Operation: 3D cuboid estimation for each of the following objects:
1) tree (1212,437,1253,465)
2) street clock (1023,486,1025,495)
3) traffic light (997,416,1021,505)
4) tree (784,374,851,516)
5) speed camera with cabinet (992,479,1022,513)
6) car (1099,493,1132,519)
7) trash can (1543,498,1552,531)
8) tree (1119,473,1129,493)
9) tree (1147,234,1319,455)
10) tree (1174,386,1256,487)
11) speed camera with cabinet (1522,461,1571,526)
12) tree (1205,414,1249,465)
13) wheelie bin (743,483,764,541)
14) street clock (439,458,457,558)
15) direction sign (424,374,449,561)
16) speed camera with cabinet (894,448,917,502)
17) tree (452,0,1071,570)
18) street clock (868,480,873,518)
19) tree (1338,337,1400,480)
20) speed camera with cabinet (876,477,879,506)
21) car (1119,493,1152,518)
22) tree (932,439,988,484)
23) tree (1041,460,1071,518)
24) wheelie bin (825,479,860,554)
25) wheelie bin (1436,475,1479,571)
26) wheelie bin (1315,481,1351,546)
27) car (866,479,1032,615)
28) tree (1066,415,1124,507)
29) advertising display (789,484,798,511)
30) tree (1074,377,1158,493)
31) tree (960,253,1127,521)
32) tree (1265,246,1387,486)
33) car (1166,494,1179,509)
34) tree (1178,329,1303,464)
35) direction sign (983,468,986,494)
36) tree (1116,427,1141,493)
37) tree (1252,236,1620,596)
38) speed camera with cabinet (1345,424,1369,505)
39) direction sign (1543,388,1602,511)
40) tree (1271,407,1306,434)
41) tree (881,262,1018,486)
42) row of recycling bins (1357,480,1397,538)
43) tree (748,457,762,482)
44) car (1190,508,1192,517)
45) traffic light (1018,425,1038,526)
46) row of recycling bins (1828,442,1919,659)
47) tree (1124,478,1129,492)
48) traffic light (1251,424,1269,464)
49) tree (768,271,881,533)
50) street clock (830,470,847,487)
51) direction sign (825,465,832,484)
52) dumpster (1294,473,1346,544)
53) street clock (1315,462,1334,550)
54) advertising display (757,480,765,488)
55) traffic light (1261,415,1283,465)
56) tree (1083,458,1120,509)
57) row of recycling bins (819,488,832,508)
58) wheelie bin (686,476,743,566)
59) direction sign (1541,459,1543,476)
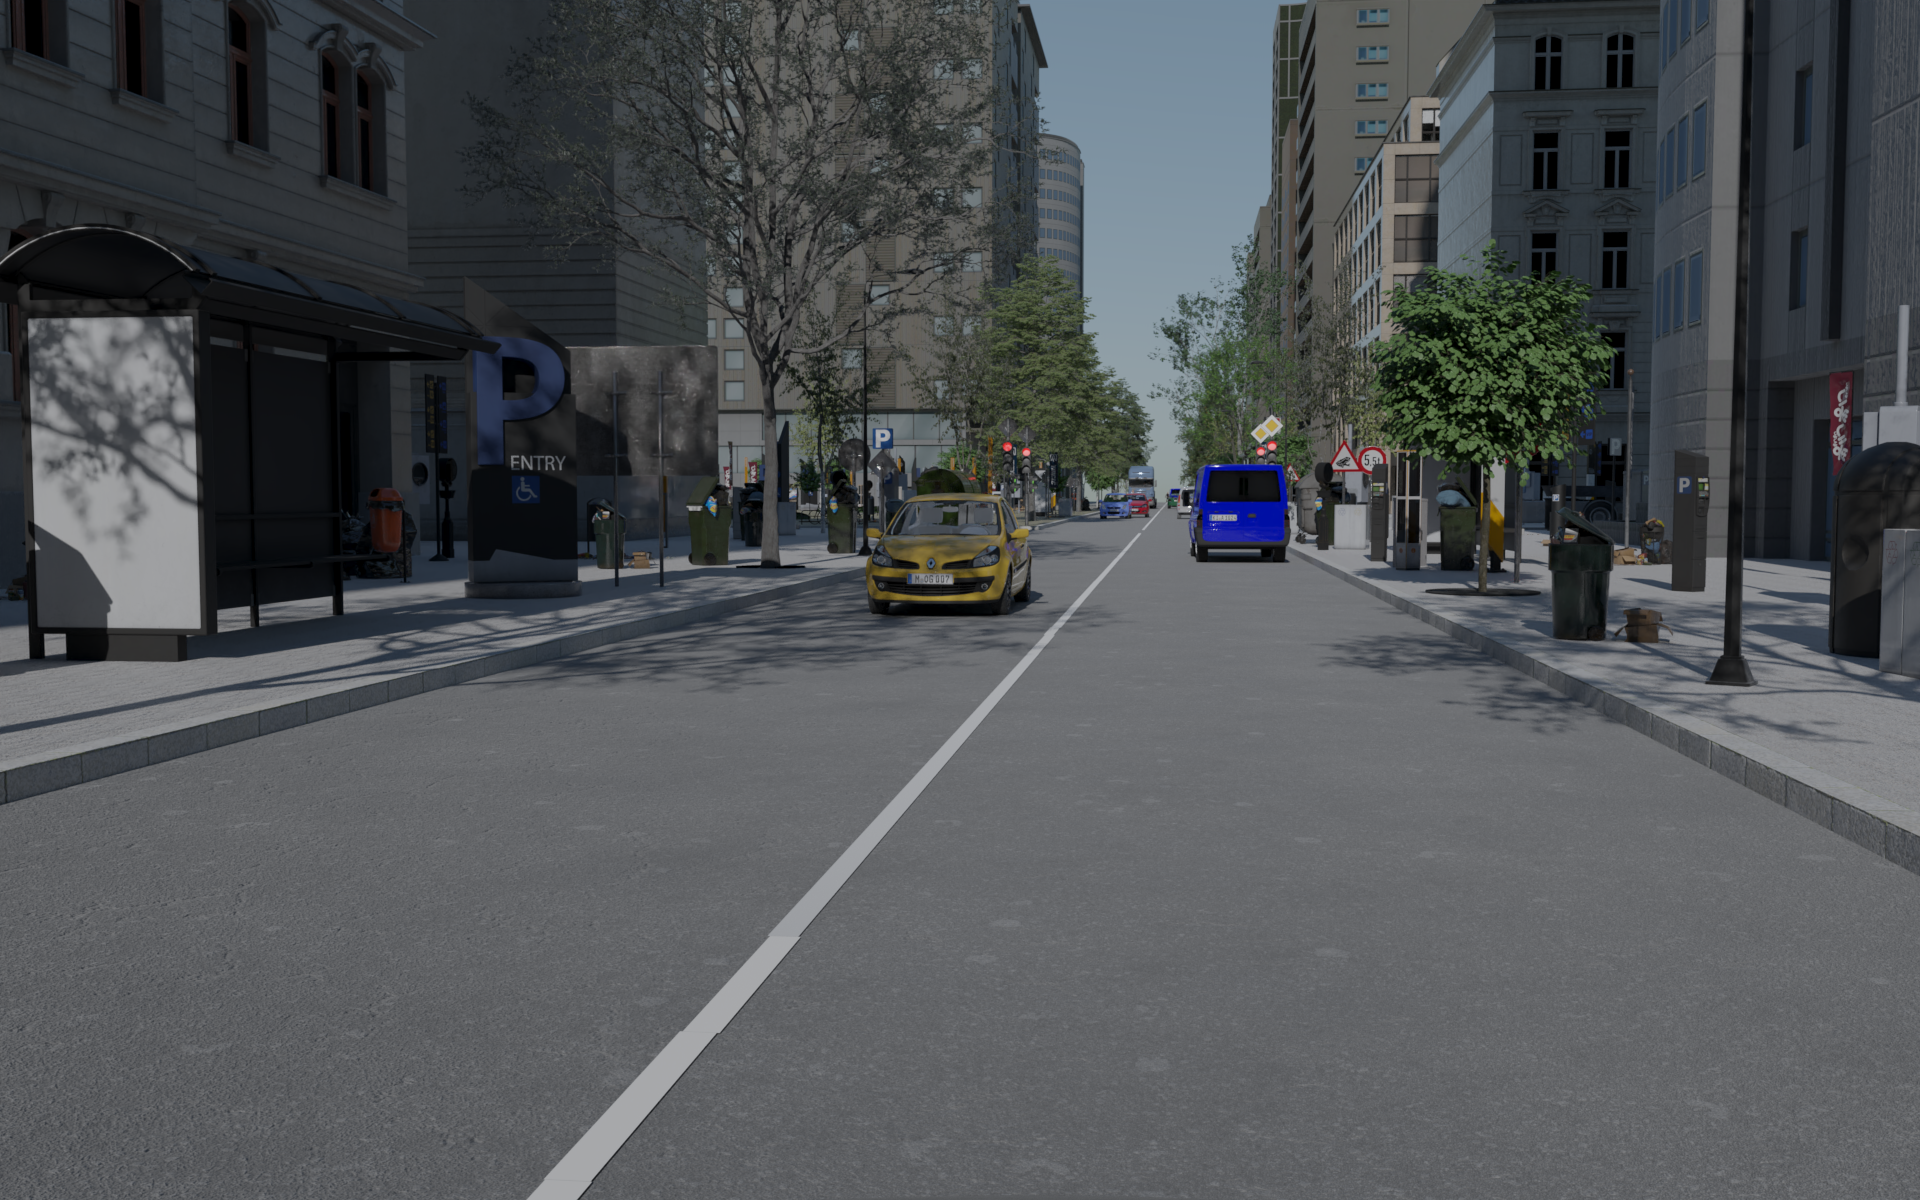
[{"bbox_3d":[14.425,-5.753,77.768,4.285,4.588,4.351,0,3,0],"label":"tree"},{"bbox_3d":[5.507,-8.571,144.701,0.358,2.002,0.471,-3,5,-39],"label":"street clock"},{"bbox_3d":[1.750,-4.494,62.399,0.839,4.253,0.868,0,4,7],"label":"traffic light"},{"bbox_3d":[-8.310,-9.316,102.676,4.737,8.622,4.395,0,3,0],"label":"tree"},{"bbox_3d":[3.185,-7.588,118.393,2.038,3.252,0.660,1,4,18],"label":"speed camera with cabinet"},{"bbox_3d":[9.046,-5.557,100.455,1.945,1.707,3.694,1,4,9],"label":"car"},{"bbox_3d":[20.717,-2.982,60.404,0.748,1.137,0.748,0,3,0],"label":"trash can"},{"bbox_3d":[29.757,-21.243,297.686,4.737,8.622,4.395,0,3,0],"label":"tree"},{"bbox_3d":[20.359,-16.702,128.974,12.611,20.169,13.585,0,3,0],"label":"tree"},{"bbox_3d":[26.923,-16.010,178.765,9.611,12.733,9.660,0,3,0],"label":"tree"},{"bbox_3d":[23.919,-4.675,70.773,0.660,3.252,2.038,-3,5,-45],"label":"speed camera with cabinet"},{"bbox_3d":[23.615,-12.491,154.597,4.737,8.622,4.395,0,3,0],"label":"tree"},{"bbox_3d":[-5.674,-2.429,47.625,0.980,1.594,0.693,3,4,38],"label":"wheelie bin"},{"bbox_3d":[-10.255,-1.839,34.634,0.358,2.002,0.471,1,4,11],"label":"street clock"},{"bbox_3d":[-9.988,-2.513,33.088,0.379,3.537,0.876,1,4,8],"label":"direction sign"},{"bbox_3d":[-2.372,-4.842,73.501,0.660,3.252,2.038,-1,4,-18],"label":"speed camera with cabinet"},{"bbox_3d":[-3.239,-7.284,29.467,12.009,13.543,11.850,0,3,0],"label":"tree"},{"bbox_3d":[-4.778,-5.226,90.010,0.471,2.002,0.358,-3,4,-36],"label":"street clock"},{"bbox_3d":[19.712,-8.065,82.225,4.737,8.622,4.395,0,3,0],"label":"tree"},{"bbox_3d":[-6.177,-8.884,139.585,0.660,3.252,2.038,-1,4,-19],"label":"speed camera with cabinet"},{"bbox_3d":[10.724,-5.956,106.428,2.155,1.783,4.494,0,4,7],"label":"car"},{"bbox_3d":[0.068,-7.153,100.672,4.285,4.588,4.351,0,3,0],"label":"tree"},{"bbox_3d":[5.316,-6.109,94.484,1.663,3.219,1.824,0,3,0],"label":"tree"},{"bbox_3d":[-2.533,-1.812,37.526,0.693,1.594,0.980,0,4,5],"label":"wheelie bin"},{"bbox_3d":[8.350,-1.297,29.108,0.693,1.594,0.980,1,4,15],"label":"wheelie bin"},{"bbox_3d":[9.359,-2.167,43.330,0.980,1.594,0.693,-2,4,-32],"label":"wheelie bin"},{"bbox_3d":[-0.082,-0.708,21.804,2.015,1.641,3.980,0,4,8],"label":"car"},{"bbox_3d":[10.138,-11.609,140.176,4.360,8.622,3.978,0,3,0],"label":"tree"},{"bbox_3d":[-10.566,-6.262,107.596,0.974,1.923,0.123,1,4,14],"label":"advertising display"},{"bbox_3d":[16.588,-17.210,188.040,9.857,13.997,8.962,0,3,0],"label":"tree"},{"bbox_3d":[3.622,-10.004,81.695,7.486,12.596,7.792,0,3,0],"label":"tree"},{"bbox_3d":[11.099,-6.242,52.421,4.360,8.622,3.978,0,3,0],"label":"tree"},{"bbox_3d":[21.333,-9.683,170.113,2.131,1.459,4.920,1,4,9],"label":"car"},{"bbox_3d":[17.417,-11.128,107.706,9.928,11.665,9.643,0,3,0],"label":"tree"},{"bbox_3d":[1.877,-8.695,134.168,0.379,3.537,0.876,1,4,15],"label":"direction sign"},{"bbox_3d":[20.387,-17.593,222.062,7.601,10.594,8.767,0,4,-3],"label":"tree"},{"bbox_3d":[6.718,-2.353,22.183,4.285,4.588,4.351,0,3,0],"label":"tree"},{"bbox_3d":[10.874,-3.310,48.448,0.660,3.252,2.038,2,4,30],"label":"speed camera with cabinet"},{"bbox_3d":[9.877,-2.193,27.849,0.379,3.537,0.876,-1,4,-22],"label":"direction sign"},{"bbox_3d":[25.911,-11.523,138.755,4.737,8.622,4.395,0,3,0],"label":"tree"},{"bbox_3d":[0.086,-6.363,54.391,4.360,8.622,3.978,0,3,0],"label":"tree"},{"bbox_3d":[12.128,-2.724,51.643,1.069,1.692,3.534,0,4,4],"label":"row of recycling bins"},{"bbox_3d":[-14.947,-9.215,134.374,4.285,4.588,4.351,0,3,0],"label":"tree"},{"bbox_3d":[11.960,-4.320,83.214,1.945,1.354,3.894,1,4,9],"label":"car"},{"bbox_3d":[2.734,-4.979,70.324,0.839,4.253,0.868,0,4,7],"label":"traffic light"},{"bbox_3d":[8.753,-0.395,13.570,3.534,1.692,1.069,0,4,5],"label":"row of recycling bins"},{"bbox_3d":[24.616,-18.807,257.857,4.360,8.622,3.978,0,3,0],"label":"tree"},{"bbox_3d":[11.976,-4.910,69.198,0.839,4.253,0.868,0,4,7],"label":"traffic light"},{"bbox_3d":[-4.242,-6.484,56.378,4.360,8.622,3.978,0,3,0],"label":"tree"},{"bbox_3d":[-3.690,-2.942,52.673,0.471,2.002,0.358,-2,4,-26],"label":"street clock"},{"bbox_3d":[-10.350,-8.859,136.843,0.379,3.537,0.876,3,4,36],"label":"direction sign"},{"bbox_3d":[9.349,-2.392,44.865,1.264,1.857,1.865,0,4,7],"label":"dumpster"},{"bbox_3d":[8.303,-2.139,39.542,0.358,2.002,0.471,3,5,42],"label":"street clock"},{"bbox_3d":[-9.009,-4.612,80.625,0.974,1.923,0.123,-3,4,-38],"label":"advertising display"},{"bbox_3d":[10.993,-4.425,61.273,0.839,4.253,0.868,0,4,7],"label":"traffic light"},{"bbox_3d":[12.372,-10.311,152.294,4.285,4.588,4.351,0,3,0],"label":"tree"},{"bbox_3d":[-10.001,-7.420,128.433,1.069,1.692,3.534,-1,4,-8],"label":"row of recycling bins"},{"bbox_3d":[-4.512,-1.427,31.233,0.693,1.594,0.980,-3,4,-36],"label":"wheelie bin"},{"bbox_3d":[25.377,-5.048,74.530,0.379,3.537,0.876,-2,4,-34],"label":"direction sign"}]
